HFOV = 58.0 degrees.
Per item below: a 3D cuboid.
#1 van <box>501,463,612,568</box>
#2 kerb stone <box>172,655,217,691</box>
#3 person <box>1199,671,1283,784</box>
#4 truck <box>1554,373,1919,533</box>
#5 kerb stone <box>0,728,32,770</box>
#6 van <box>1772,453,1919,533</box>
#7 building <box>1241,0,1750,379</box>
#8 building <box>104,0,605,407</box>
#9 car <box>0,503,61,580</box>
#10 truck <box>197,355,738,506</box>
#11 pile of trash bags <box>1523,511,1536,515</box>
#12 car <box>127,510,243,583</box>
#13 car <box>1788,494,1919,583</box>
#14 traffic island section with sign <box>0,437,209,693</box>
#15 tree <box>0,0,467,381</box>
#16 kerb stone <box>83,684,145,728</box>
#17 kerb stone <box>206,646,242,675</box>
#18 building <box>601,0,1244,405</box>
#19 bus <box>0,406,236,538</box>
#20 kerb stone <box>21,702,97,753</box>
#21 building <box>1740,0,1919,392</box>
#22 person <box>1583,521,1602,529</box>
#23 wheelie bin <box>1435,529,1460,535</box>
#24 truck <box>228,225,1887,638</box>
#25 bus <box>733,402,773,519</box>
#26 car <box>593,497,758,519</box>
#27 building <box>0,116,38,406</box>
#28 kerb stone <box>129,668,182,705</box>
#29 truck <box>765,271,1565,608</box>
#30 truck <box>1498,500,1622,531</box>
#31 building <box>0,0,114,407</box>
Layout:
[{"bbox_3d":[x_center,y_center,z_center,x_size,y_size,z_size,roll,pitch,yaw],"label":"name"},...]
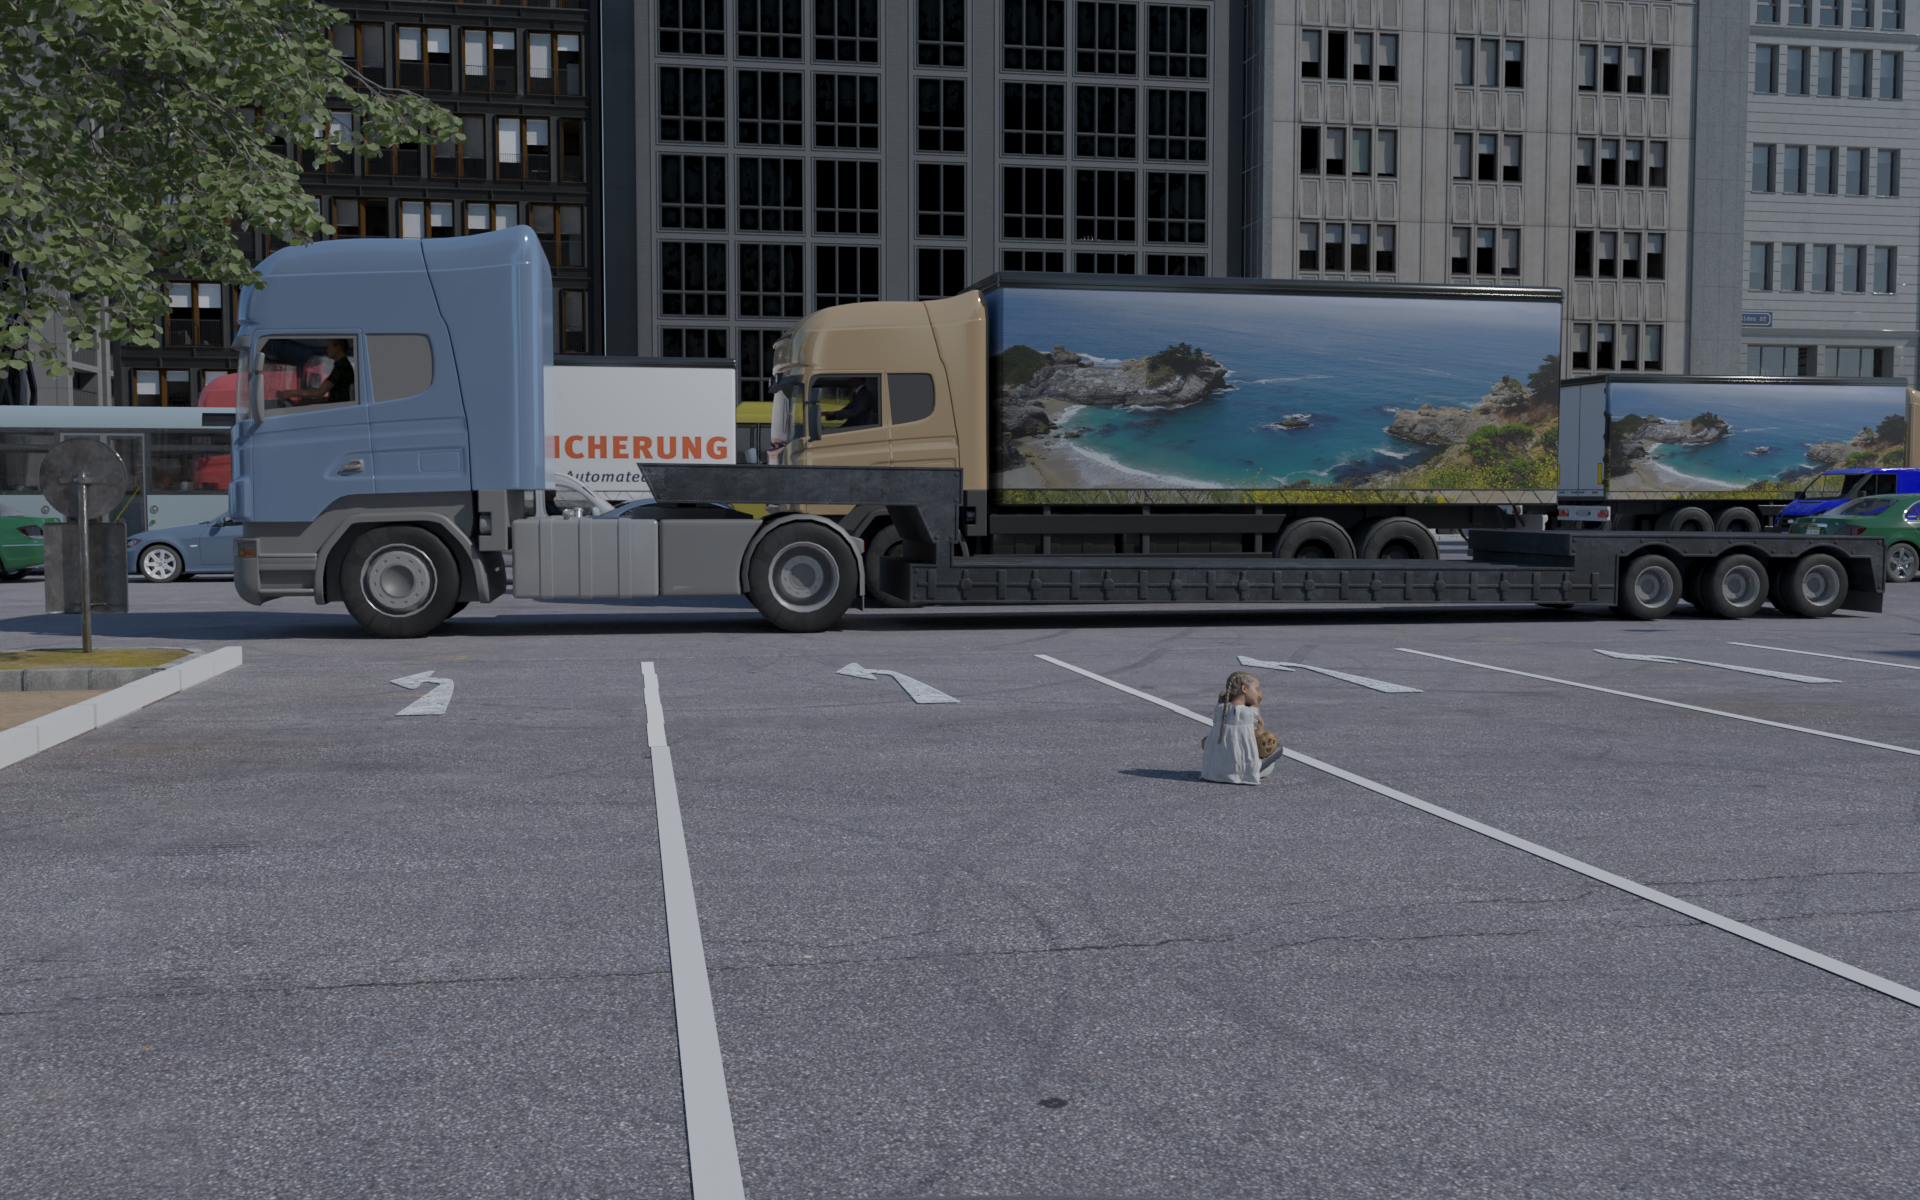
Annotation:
[{"bbox_3d":[-6.471,-1.276,27.873,4.112,2.044,2.013,-1,4,-10],"label":"van"},{"bbox_3d":[-5.820,0.557,13.088,0.120,0.150,1.000,-1,4,-11],"label":"kerb stone"},{"bbox_3d":[1.408,0.629,8.684,0.381,0.543,0.357,2,4,25],"label":"person"},{"bbox_3d":[20.293,-3.273,42.428,11.283,4.237,2.839,-1,4,-10],"label":"truck"},{"bbox_3d":[-5.048,0.805,9.036,0.120,0.150,1.000,-1,4,-11],"label":"kerb stone"},{"bbox_3d":[21.116,-2.131,39.233,5.245,2.365,2.240,-1,4,-11],"label":"van"},{"bbox_3d":[19.834,-15.523,71.823,19.932,24.808,12.078,-1,4,-11],"label":"building"},{"bbox_3d":[-21.391,-14.356,64.394,15.834,23.373,12.332,-1,4,-11],"label":"building"},{"bbox_3d":[-17.091,-0.990,27.977,4.920,1.459,2.131,-1,4,-11],"label":"car"},{"bbox_3d":[-10.330,-2.863,35.725,11.283,4.237,2.839,-1,4,-13],"label":"truck"},{"bbox_3d":[19.407,-2.963,58.204,1.912,1.369,3.447,0,4,4],"label":"pile of trash bags"},{"bbox_3d":[-11.566,-1.035,28.926,4.499,1.417,2.014,-1,4,-12],"label":"car"},{"bbox_3d":[16.316,-1.055,29.050,4.920,1.459,2.131,-1,4,-13],"label":"car"},{"bbox_3d":[-6.959,-0.322,13.399,2.006,1.907,1.989,-1,4,-11],"label":"traffic island section with sign"},{"bbox_3d":[-6.367,-5.477,10.139,7.486,12.596,7.792,0,3,0],"label":"tree"},{"bbox_3d":[-5.431,0.682,11.069,0.120,0.150,1.000,-1,4,-11],"label":"kerb stone"},{"bbox_3d":[-6.017,0.496,14.097,0.120,0.150,1.000,-1,4,-11],"label":"kerb stone"},{"bbox_3d":[-1.990,-16.841,68.866,24.014,27.812,14.314,-1,4,-11],"label":"building"},{"bbox_3d":[-15.294,-2.237,31.443,13.247,3.499,2.948,-1,4,-11],"label":"bus"},{"bbox_3d":[-5.240,0.743,10.047,0.120,0.150,1.000,-1,4,-11],"label":"kerb stone"},{"bbox_3d":[44.167,-18.307,76.816,29.804,29.767,11.434,-1,4,-11],"label":"building"},{"bbox_3d":[16.220,-2.052,44.265,0.590,1.554,0.614,1,4,14],"label":"person"},{"bbox_3d":[15.524,-2.882,55.027,0.693,1.594,0.980,-3,5,-40],"label":"wheelie bin"},{"bbox_3d":[1.226,-1.811,19.361,18.799,4.110,2.967,-1,4,-10],"label":"truck"},{"bbox_3d":[-7.255,-3.369,46.628,12.252,3.916,2.896,-1,4,-11],"label":"bus"},{"bbox_3d":[-3.711,-0.820,25.415,4.499,1.417,2.014,-1,4,-10],"label":"car"},{"bbox_3d":[-43.412,-11.959,62.989,16.811,18.784,16.820,-1,4,-11],"label":"building"},{"bbox_3d":[-5.634,0.619,12.076,0.120,0.150,1.000,-1,4,-11],"label":"kerb stone"},{"bbox_3d":[2.418,-2.111,23.423,11.283,4.237,2.839,-1,4,-13],"label":"truck"},{"bbox_3d":[20.547,-3.713,49.622,11.283,4.237,2.839,-1,4,-11],"label":"truck"},{"bbox_3d":[-113.194,-47.375,212.827,20.611,71.187,20.563,-1,4,-11],"label":"building"}]
